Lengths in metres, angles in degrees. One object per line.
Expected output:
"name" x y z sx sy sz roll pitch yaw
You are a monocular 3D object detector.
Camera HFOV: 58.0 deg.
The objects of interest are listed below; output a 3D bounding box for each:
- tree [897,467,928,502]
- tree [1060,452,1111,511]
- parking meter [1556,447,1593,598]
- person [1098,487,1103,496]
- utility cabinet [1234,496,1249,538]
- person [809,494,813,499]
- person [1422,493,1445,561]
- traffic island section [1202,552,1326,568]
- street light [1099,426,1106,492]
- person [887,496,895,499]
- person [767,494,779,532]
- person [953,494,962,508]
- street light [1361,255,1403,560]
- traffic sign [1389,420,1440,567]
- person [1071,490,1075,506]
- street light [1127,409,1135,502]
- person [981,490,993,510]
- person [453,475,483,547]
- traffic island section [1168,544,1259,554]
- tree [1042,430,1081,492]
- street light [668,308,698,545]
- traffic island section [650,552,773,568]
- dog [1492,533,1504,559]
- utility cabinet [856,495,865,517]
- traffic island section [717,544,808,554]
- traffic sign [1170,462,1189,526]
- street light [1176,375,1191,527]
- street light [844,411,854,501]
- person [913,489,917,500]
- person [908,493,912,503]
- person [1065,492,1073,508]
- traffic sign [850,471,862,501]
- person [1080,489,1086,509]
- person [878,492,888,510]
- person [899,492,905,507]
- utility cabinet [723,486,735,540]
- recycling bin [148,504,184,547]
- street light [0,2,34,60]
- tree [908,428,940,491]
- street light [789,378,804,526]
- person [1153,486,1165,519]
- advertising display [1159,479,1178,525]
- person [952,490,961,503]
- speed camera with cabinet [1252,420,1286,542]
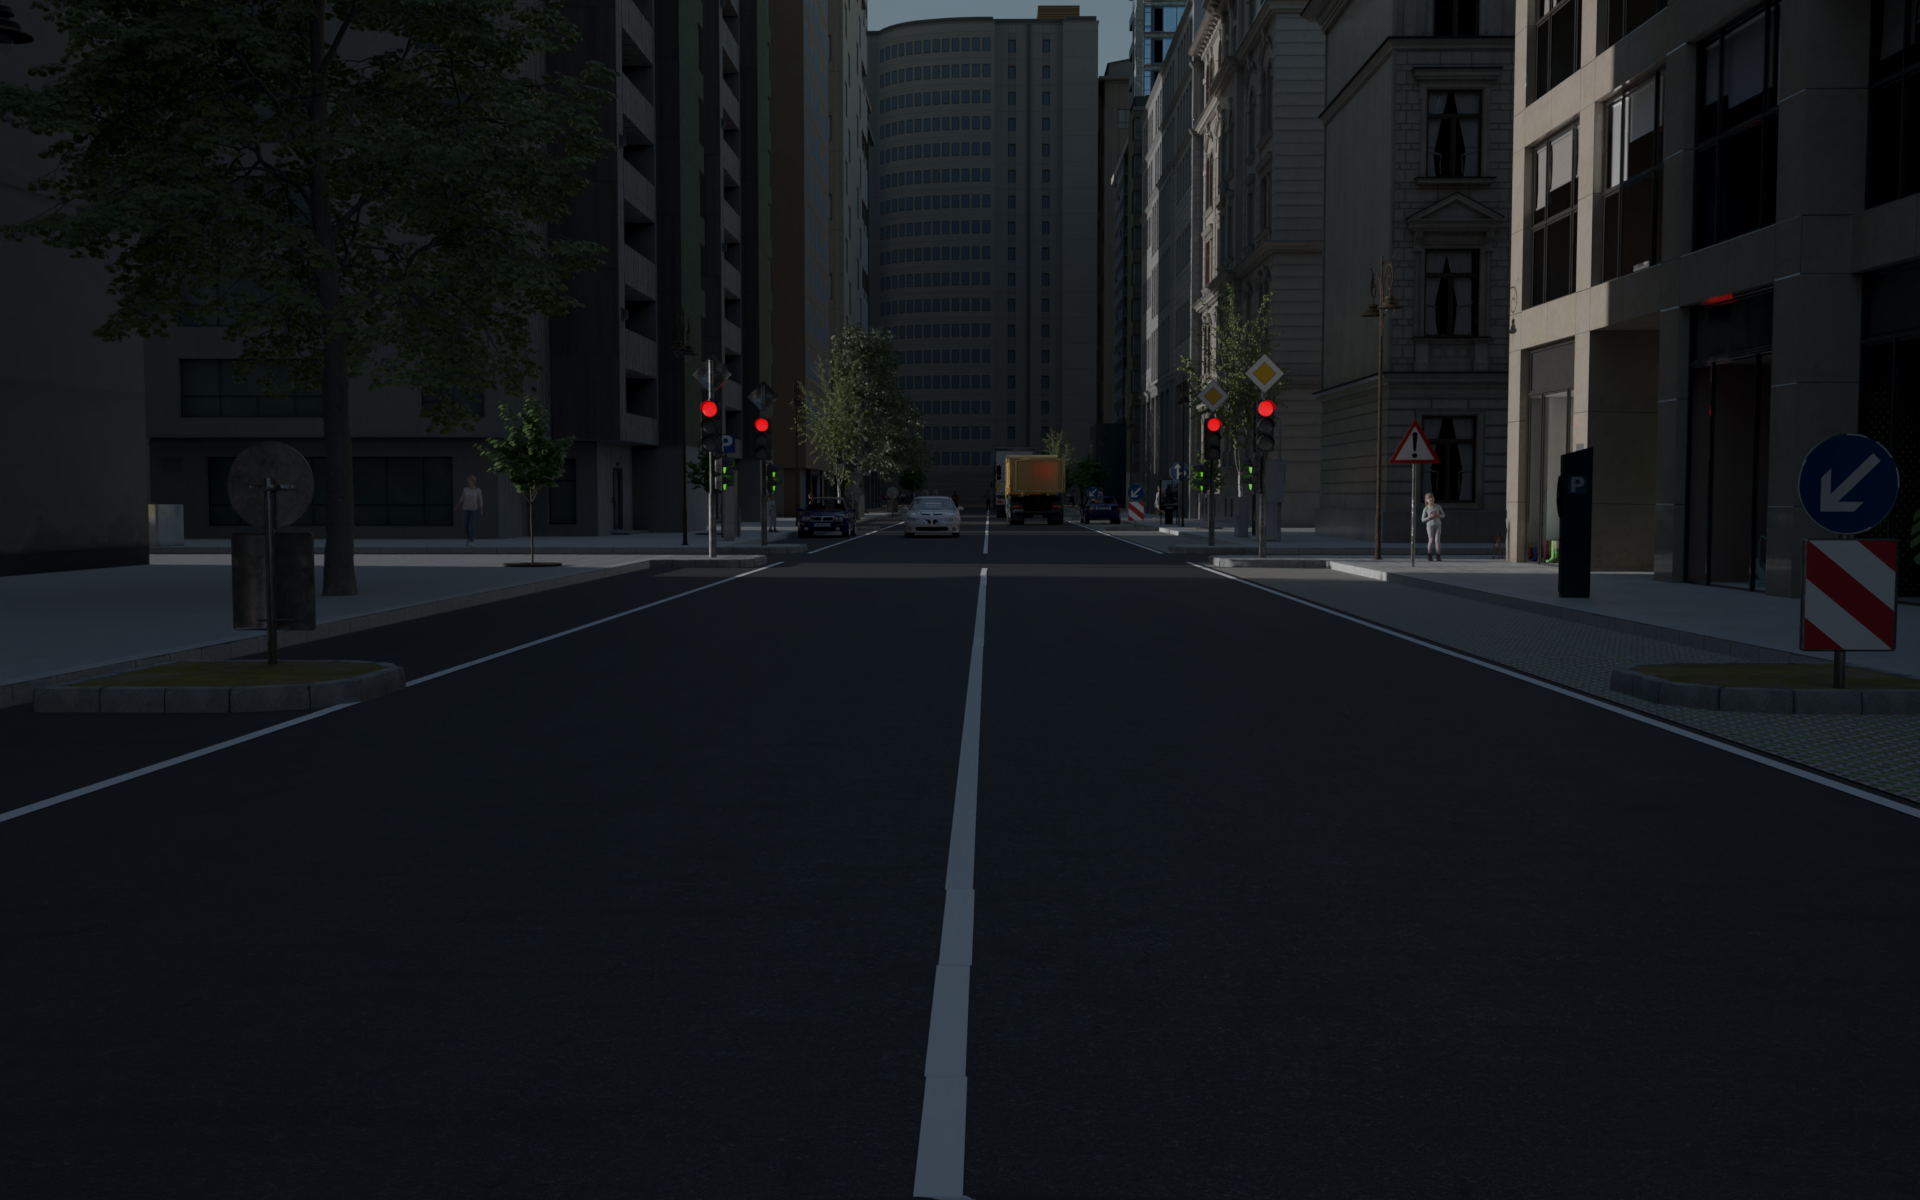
"tree" -5.141 -12.470 187.604 4.285 4.588 4.351 0 3 0
"tree" 9.955 -9.133 133.030 4.285 4.588 4.351 0 3 0
"parking meter" 7.600 -0.962 21.443 0.399 1.863 0.255 1 4 12
"person" 9.320 -6.645 115.520 0.643 1.720 0.563 -3 5 -40
"utility cabinet" 8.333 -2.457 51.334 0.306 1.237 1.020 0 4 2
"person" -7.162 -4.507 83.976 0.590 1.304 0.306 -2 4 -32
"person" 9.102 -1.401 33.232 0.425 1.301 0.394 -1 4 -11
"traffic island section" 6.113 -0.772 34.908 2.009 0.180 2.903 0 4 1
"street light" 9.584 -8.848 117.450 0.468 5.910 1.993 0 4 1
"person" -5.736 -8.456 144.857 0.434 1.755 0.990 3 5 43
"person" -6.255 -2.918 58.028 0.394 1.301 0.425 0 4 4
"person" -0.292 -7.340 131.765 1.065 1.426 0.557 -1 4 -23
"street light" 8.177 -3.726 33.709 0.468 5.910 1.993 0 4 1
"traffic sign" 7.946 -1.855 30.329 0.884 2.594 0.081 0 4 5
"person" 11.647 -10.539 179.064 0.721 1.736 1.217 -1 4 -15
"street light" 9.112 -7.316 92.400 0.468 5.910 1.993 0 4 1
"person" 2.436 -8.740 151.407 1.348 1.823 0.705 3 5 42
"person" -12.019 -2.180 42.352 0.731 1.740 0.598 0 4 -7
"traffic island section" 6.249 -1.261 42.892 2.009 0.180 2.903 0 4 1
"tree" 11.211 -14.988 195.422 4.737 8.622 4.395 0 3 0
"street light" -6.888 -4.308 43.230 0.468 5.910 1.993 0 4 1
"traffic island section" -5.027 -0.784 35.103 2.009 0.180 2.903 0 4 1
"dog" 10.681 -1.073 34.378 0.406 0.507 0.540 -1 4 -21
"utility cabinet" -5.673 -5.296 97.748 0.306 1.237 1.020 1 4 13
"traffic island section" -4.890 -1.273 43.087 2.009 0.180 2.903 0 4 1
"traffic sign" 8.679 -4.188 68.579 0.768 2.556 0.104 0 4 5
"street light" 8.667 -5.777 67.237 0.468 5.910 1.993 0 4 1
"street light" -6.023 -7.411 93.962 0.468 5.910 1.993 0 4 1
"person" -3.312 -7.354 128.730 0.705 1.826 1.348 1 4 8
"person" -5.265 -11.094 190.650 0.991 1.433 0.599 -2 4 -31
"person" 10.297 -9.470 164.064 0.799 1.438 0.628 0 4 -3
"traffic sign" -5.839 -5.905 96.644 0.768 2.556 0.104 0 4 7
"person" 10.873 -9.042 153.887 0.705 1.822 1.348 2 4 24
"person" -6.121 -7.880 138.104 0.991 1.433 0.599 1 4 10
"person" -5.287 -9.026 156.811 0.628 1.438 0.799 0 4 -1
"utility cabinet" -6.433 -2.411 48.092 0.318 1.500 1.173 -1 4 -9
"recycling bin" -19.630 -1.840 42.635 0.722 1.027 0.722 2 4 34
"street light" -7.416 -2.445 12.759 0.468 5.910 1.993 0 4 1
"tree" -4.534 -14.129 181.370 4.737 8.622 4.395 0 3 0
"street light" -6.495 -5.879 68.912 0.468 5.910 1.993 0 4 1
"person" 10.357 -5.066 89.618 0.760 1.731 0.466 0 4 -7
"advertising display" 8.800 -4.142 72.928 0.974 1.923 0.123 -2 4 -32
"person" -0.329 -8.163 142.680 0.721 1.743 1.217 -2 4 -35
"speed camera with cabinet" 8.340 -3.216 46.916 0.660 3.252 2.038 0 4 1
